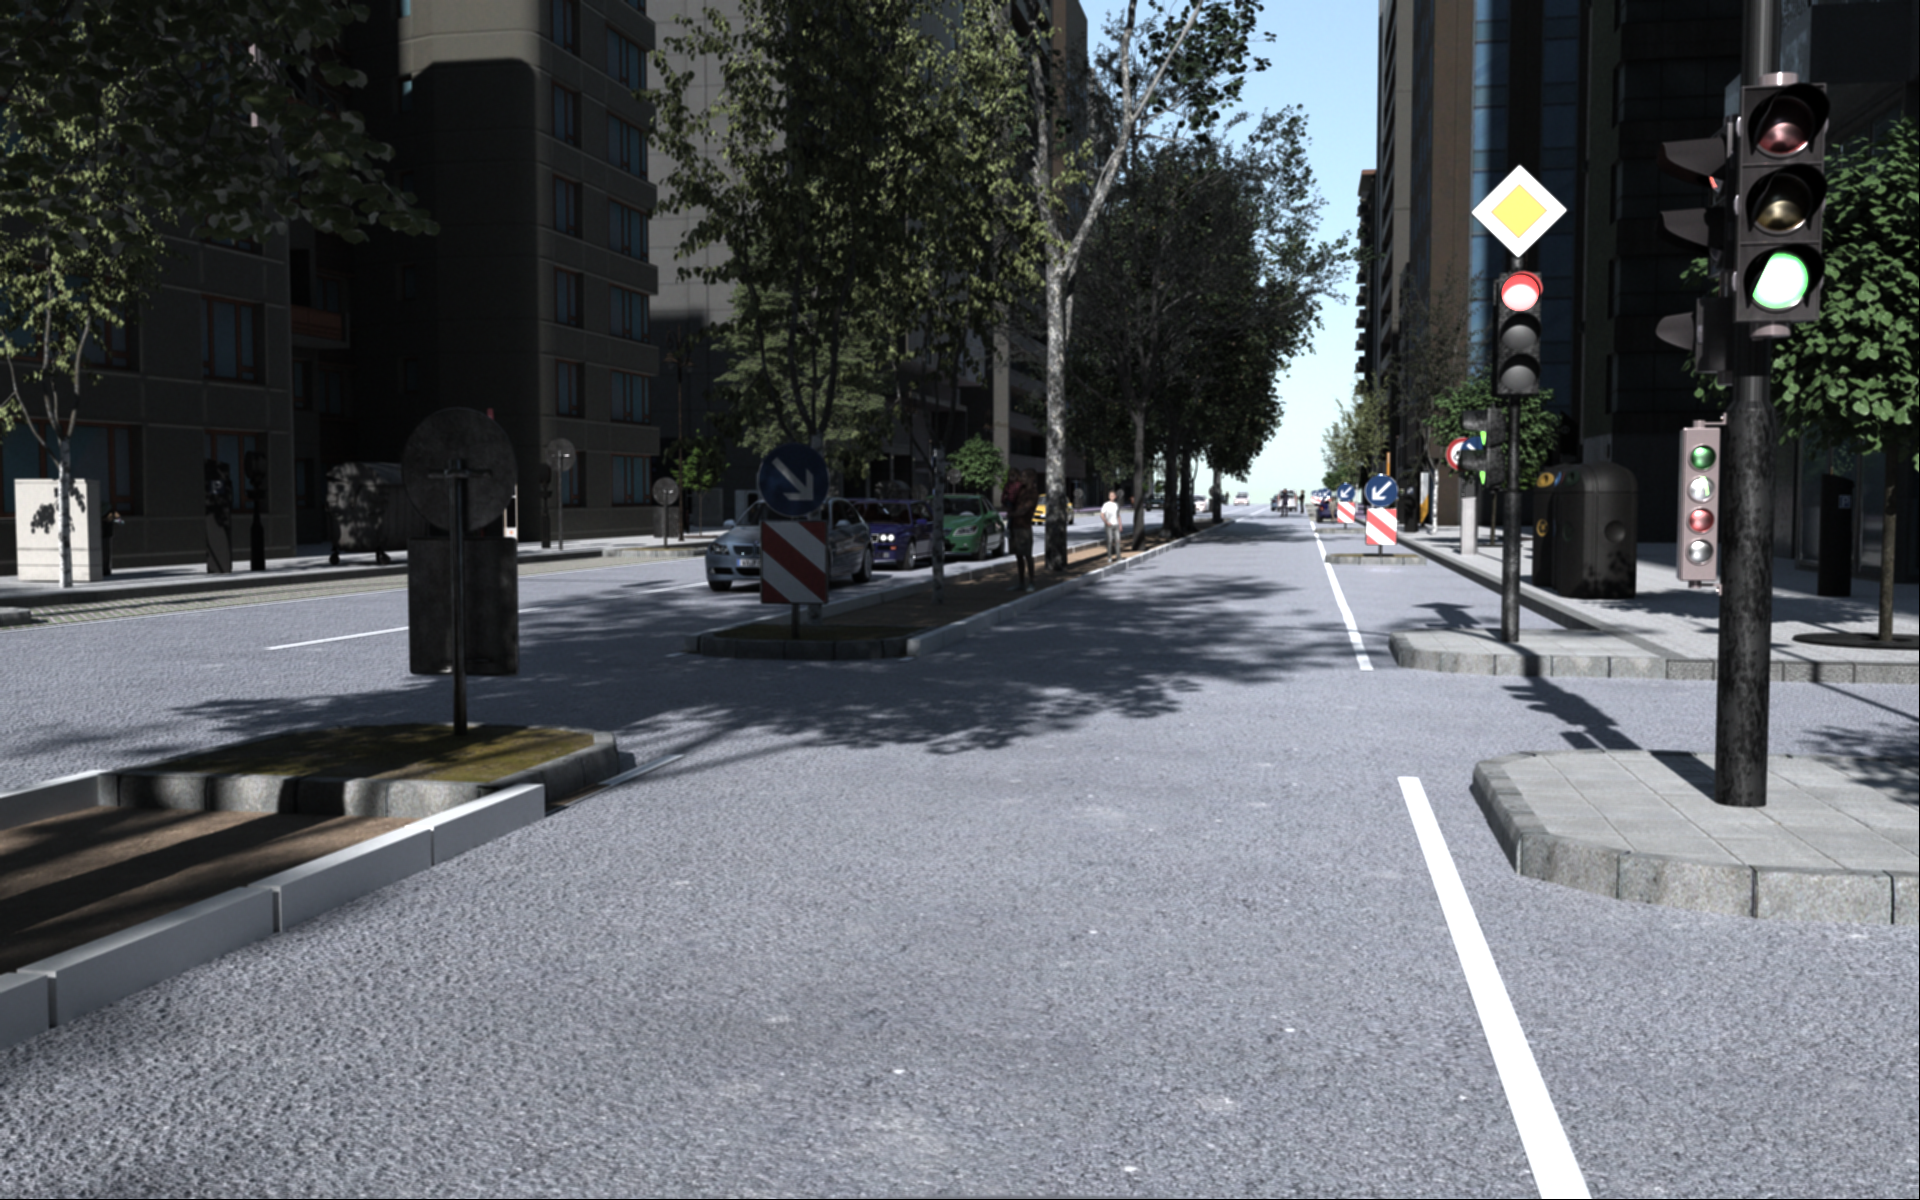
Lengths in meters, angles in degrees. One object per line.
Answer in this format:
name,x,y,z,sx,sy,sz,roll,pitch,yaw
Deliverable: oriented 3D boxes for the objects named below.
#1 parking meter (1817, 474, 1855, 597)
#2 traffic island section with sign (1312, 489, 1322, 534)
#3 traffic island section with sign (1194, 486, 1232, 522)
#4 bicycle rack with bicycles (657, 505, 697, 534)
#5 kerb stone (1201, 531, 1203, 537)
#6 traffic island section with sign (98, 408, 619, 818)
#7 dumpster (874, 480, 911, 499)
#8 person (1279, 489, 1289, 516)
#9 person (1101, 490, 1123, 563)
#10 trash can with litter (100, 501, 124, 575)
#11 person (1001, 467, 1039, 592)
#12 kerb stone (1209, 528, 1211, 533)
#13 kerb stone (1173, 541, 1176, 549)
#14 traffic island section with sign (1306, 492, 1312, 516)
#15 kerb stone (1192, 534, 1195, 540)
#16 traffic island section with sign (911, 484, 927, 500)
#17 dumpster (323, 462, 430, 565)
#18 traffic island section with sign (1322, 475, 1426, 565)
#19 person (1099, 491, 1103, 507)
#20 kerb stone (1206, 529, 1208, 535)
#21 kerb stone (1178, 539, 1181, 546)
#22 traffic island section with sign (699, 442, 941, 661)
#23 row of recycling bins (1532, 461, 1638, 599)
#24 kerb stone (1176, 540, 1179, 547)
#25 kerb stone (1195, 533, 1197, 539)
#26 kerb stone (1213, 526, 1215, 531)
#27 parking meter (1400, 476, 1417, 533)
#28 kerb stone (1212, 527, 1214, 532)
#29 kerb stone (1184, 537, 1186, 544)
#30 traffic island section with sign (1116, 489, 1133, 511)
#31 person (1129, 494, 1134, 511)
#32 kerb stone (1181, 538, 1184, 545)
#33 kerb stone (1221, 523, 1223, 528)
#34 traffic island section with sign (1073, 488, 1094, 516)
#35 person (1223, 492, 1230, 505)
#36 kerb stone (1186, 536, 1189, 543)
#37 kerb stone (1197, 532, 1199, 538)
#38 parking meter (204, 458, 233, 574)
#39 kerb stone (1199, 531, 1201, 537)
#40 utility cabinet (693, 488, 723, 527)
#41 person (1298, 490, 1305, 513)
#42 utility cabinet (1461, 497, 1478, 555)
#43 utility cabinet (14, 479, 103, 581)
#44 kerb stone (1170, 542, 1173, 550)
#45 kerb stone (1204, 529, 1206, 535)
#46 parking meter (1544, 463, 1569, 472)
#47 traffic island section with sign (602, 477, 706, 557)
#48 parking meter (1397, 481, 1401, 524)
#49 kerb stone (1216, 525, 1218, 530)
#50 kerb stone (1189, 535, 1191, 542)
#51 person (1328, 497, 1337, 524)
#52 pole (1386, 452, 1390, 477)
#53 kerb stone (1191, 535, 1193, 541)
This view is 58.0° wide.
parking meter,10.993,-0.815,21.739,0.372,1.533,0.369,0,3,0
traffic island section with sign,13.980,-3.345,63.324,1.989,1.847,2.006,1,4,11
traffic island section with sign,13.168,-4.984,89.631,2.006,1.907,1.989,1,4,11
bicycle rack with bicycles,-9.879,-2.641,56.568,2.852,0.926,2.925,0,4,-6
kerb stone,7.807,-2.126,56.973,0.120,0.150,1.000,1,4,11
traffic island section with sign,-2.781,-0.030,8.635,2.006,1.907,1.989,1,4,11
dumpster,-2.833,-4.064,72.199,1.264,1.857,1.865,1,4,11
person,20.729,-6.242,111.009,0.568,1.767,0.683,3,5,44
person,3.190,-1.519,35.929,0.523,1.515,0.503,2,4,34
trash can with litter,-13.551,-0.949,26.896,0.624,1.170,1.055,1,4,8
person,0.891,-1.039,25.459,0.580,1.828,0.573,1,4,11
kerb stone,8.800,-2.435,62.012,0.120,0.150,1.000,1,4,11
kerb stone,5.434,-1.389,44.898,0.120,0.150,1.000,1,4,11
traffic island section with sign,23.762,-6.381,112.956,1.989,1.847,2.006,1,4,11
kerb stone,7.015,-1.881,52.952,0.120,0.150,1.000,1,4,11
traffic island section with sign,-1.645,-3.578,67.126,1.989,1.847,2.006,1,4,11
dumpster,-10.719,-1.600,31.922,1.264,1.857,1.865,1,4,11
traffic island section with sign,8.605,-1.673,35.978,1.989,1.847,2.006,1,4,11
person,14.171,-10.051,173.761,0.530,1.710,0.541,1,4,11
kerb stone,8.406,-2.312,59.990,0.120,0.150,1.000,1,4,11
kerb stone,5.830,-1.512,46.915,0.120,0.150,1.000,1,4,11
traffic island section with sign,-1.341,-0.475,15.901,2.006,1.907,1.989,1,4,11
row of recycling bins,8.213,-0.956,22.751,1.069,1.692,3.534,1,4,11
kerb stone,5.629,-1.450,45.901,0.120,0.150,1.000,1,4,11
kerb stone,7.218,-1.943,53.956,0.120,0.150,1.000,1,4,11
kerb stone,9.392,-2.614,65.026,0.120,0.150,1.000,1,4,11
parking meter,14.989,-3.177,57.662,0.399,1.863,0.255,2,4,26
kerb stone,9.201,-2.554,64.022,0.120,0.150,1.000,1,4,11
kerb stone,6.226,-1.632,48.930,0.120,0.150,1.000,1,4,11
traffic island section with sign,13.199,-8.189,142.525,1.989,1.847,2.006,1,4,11
person,14.885,-8.408,149.234,1.065,1.426,0.557,1,4,10
kerb stone,6.032,-1.574,47.926,0.120,0.150,1.000,1,4,11
kerb stone,10.586,-2.985,71.058,0.120,0.150,1.000,1,4,11
traffic island section with sign,7.920,-6.552,115.755,1.989,1.847,2.006,1,4,11
person,34.404,-13.102,223.534,1.217,1.723,0.721,-3,4,-37
kerb stone,6.424,-1.697,49.937,0.120,0.150,1.000,1,4,11
kerb stone,7.417,-2.004,54.960,0.120,0.150,1.000,1,4,11
parking meter,-11.922,-1.356,27.886,0.399,1.863,0.255,-1,4,-17
kerb stone,7.620,-2.066,55.968,0.120,0.150,1.000,1,4,11
utility cabinet,-9.813,-3.594,67.446,1.173,1.500,0.318,2,4,24
person,25.528,-7.359,129.637,0.721,1.723,1.217,0,4,-5
utility cabinet,10.877,-1.581,37.014,0.306,1.237,1.020,1,4,19
utility cabinet,-13.146,-1.015,25.279,1.173,1.500,0.318,1,4,10
kerb stone,5.232,-1.324,43.894,0.120,0.150,1.000,1,4,11
kerb stone,8.206,-2.250,58.978,0.120,0.150,1.000,1,4,11
parking meter,11.178,-1.637,32.474,0.399,1.863,0.255,3,4,38
traffic island section with sign,-6.975,-1.923,40.062,1.989,1.847,2.006,1,4,11
parking meter,18.762,-4.138,73.370,0.255,1.863,0.399,2,4,24
kerb stone,9.797,-2.737,67.045,0.120,0.150,1.000,1,4,11
kerb stone,6.622,-1.758,50.941,0.120,0.150,1.000,1,4,11
person,17.947,-4.323,83.454,0.475,1.303,0.640,-2,4,-33
pole,20.853,-5.541,84.438,0.158,3.312,0.155,0,3,0
kerb stone,6.819,-1.817,51.944,0.120,0.150,1.000,1,4,11
